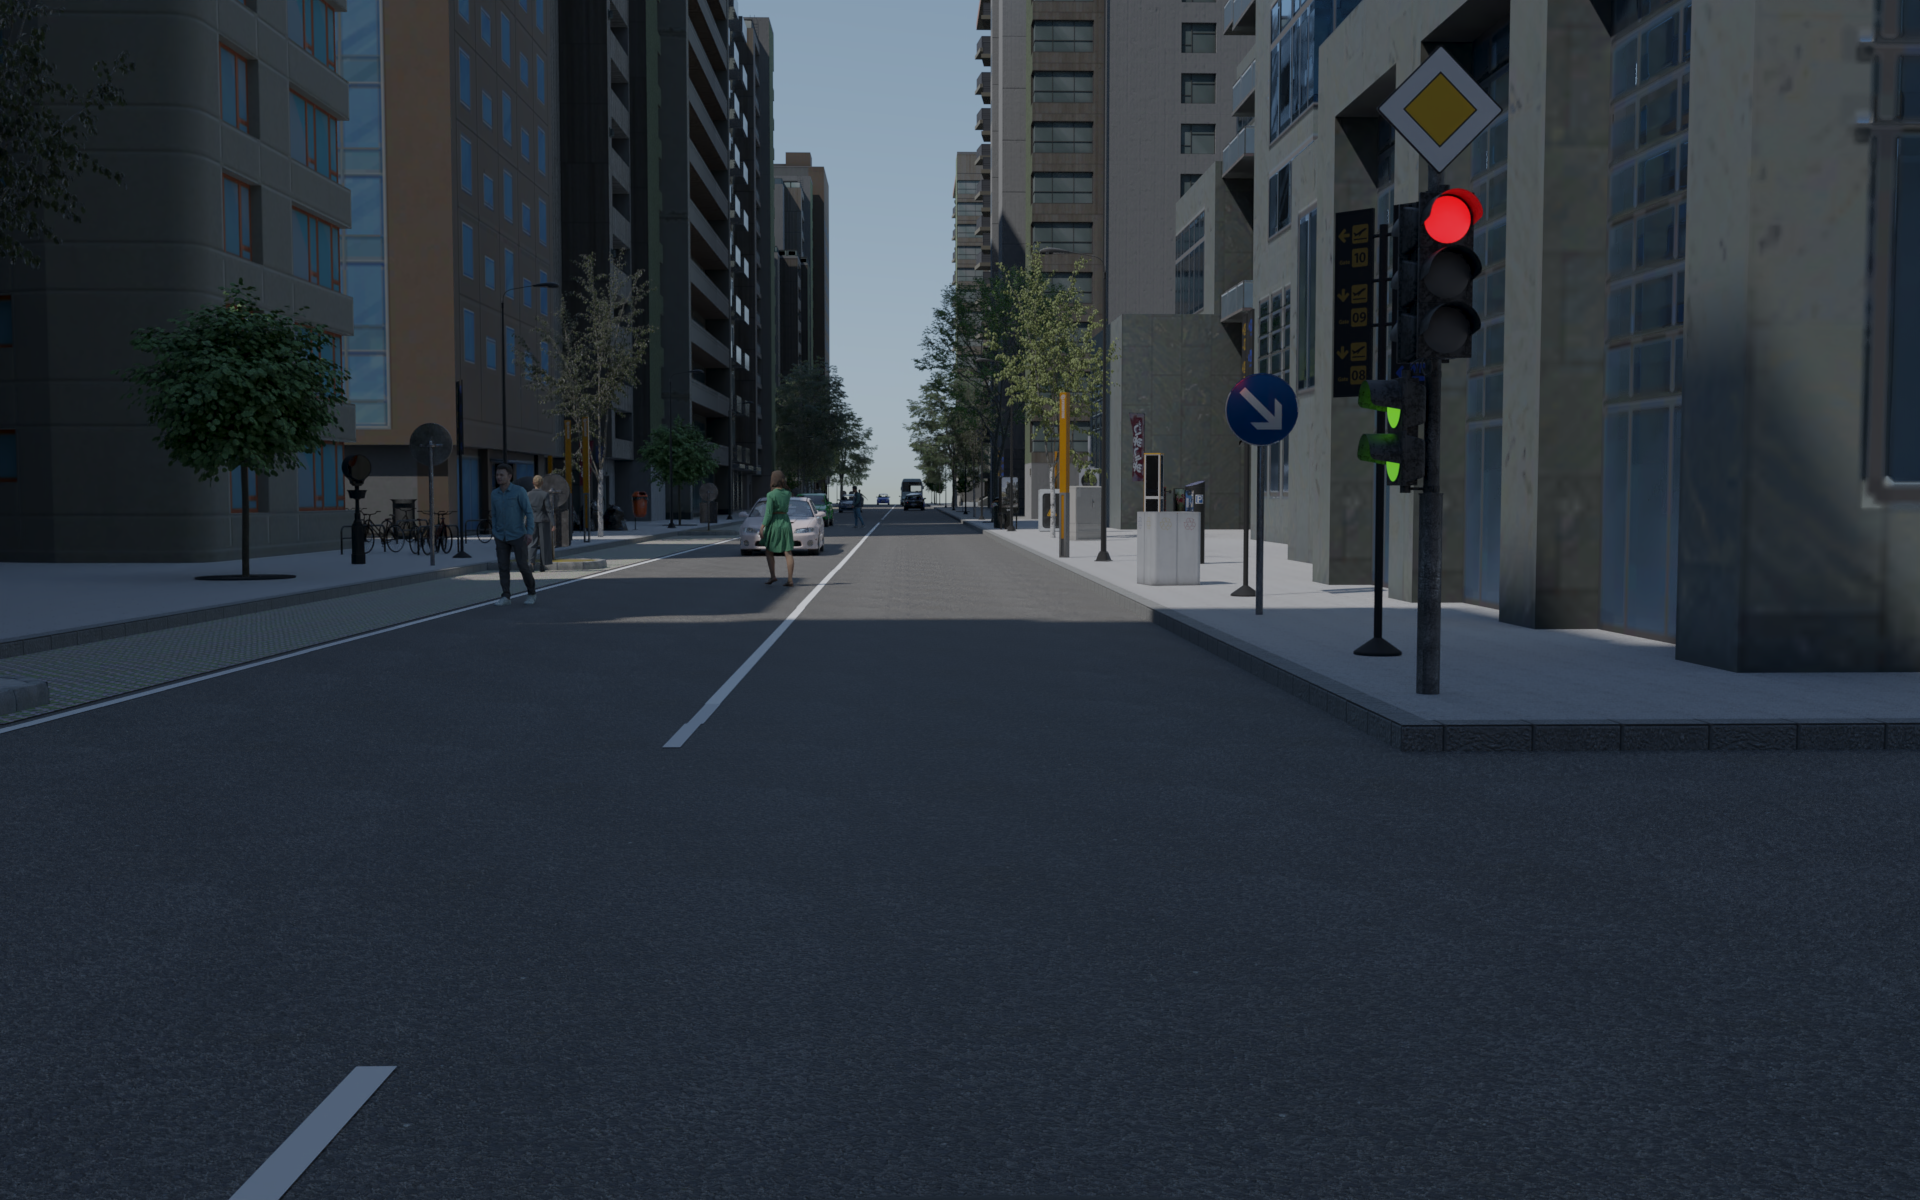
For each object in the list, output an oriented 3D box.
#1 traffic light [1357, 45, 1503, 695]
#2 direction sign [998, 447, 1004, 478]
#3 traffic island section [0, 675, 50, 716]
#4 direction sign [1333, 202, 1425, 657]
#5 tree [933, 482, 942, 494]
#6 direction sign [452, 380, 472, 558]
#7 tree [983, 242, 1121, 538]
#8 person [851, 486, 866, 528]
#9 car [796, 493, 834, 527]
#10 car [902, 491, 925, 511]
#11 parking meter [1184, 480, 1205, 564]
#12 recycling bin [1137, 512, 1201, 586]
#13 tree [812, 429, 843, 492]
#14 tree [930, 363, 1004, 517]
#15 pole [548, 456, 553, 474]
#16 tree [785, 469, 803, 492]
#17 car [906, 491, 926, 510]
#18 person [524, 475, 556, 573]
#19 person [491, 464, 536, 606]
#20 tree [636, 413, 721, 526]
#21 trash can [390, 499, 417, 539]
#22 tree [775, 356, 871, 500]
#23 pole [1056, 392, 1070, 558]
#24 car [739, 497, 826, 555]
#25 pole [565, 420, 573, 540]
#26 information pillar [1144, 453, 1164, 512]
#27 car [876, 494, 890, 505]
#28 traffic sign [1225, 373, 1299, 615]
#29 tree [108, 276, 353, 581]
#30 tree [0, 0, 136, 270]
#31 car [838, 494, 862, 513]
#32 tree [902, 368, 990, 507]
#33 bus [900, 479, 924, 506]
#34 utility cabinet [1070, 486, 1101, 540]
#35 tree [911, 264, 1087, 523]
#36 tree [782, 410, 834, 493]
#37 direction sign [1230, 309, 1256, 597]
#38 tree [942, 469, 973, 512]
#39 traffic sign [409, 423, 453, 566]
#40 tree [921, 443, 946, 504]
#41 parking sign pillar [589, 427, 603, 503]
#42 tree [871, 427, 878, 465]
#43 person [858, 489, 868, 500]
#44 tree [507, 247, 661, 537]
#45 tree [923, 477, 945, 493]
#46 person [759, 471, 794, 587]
[{"bbox_3d":[2.991,-1.352,11.028,0.839,4.253,0.868,0,4,-2],"label":"traffic light"},{"bbox_3d":[1.956,-5.617,83.829,0.379,3.537,0.876,-1,4,-21],"label":"direction sign"},{"bbox_3d":[-7.155,0.700,10.829,2.009,0.180,2.903,0,4,-2],"label":"traffic island section"},{"bbox_3d":[3.337,-1.329,13.734,0.379,3.537,0.876,-3,5,-45],"label":"direction sign"},{"bbox_3d":[-2.489,-12.777,203.503,1.663,3.219,1.824,0,3,0],"label":"tree"},{"bbox_3d":[-10.013,-2.614,34.728,0.379,3.537,0.876,-1,4,-23],"label":"direction sign"},{"bbox_3d":[2.715,-6.114,50.327,4.737,8.622,4.395,0,3,0],"label":"tree"},{"bbox_3d":[-4.307,-3.880,72.284,0.721,1.781,0.623,-2,4,-29],"label":"person"},{"bbox_3d":[-6.609,-4.168,76.939,1.959,1.807,4.718,0,4,0],"label":"car"},{"bbox_3d":[-4.021,-8.552,149.606,2.009,1.686,4.222,0,4,-2],"label":"car"},{"bbox_3d":[4.311,-1.431,31.816,0.372,1.533,0.369,0,3,0],"label":"parking meter"},{"bbox_3d":[2.954,-0.734,24.550,0.722,1.027,0.722,-1,4,-13],"label":"recycling bin"},{"bbox_3d":[-14.802,-14.417,186.073,4.737,8.622,4.395,0,3,0],"label":"tree"},{"bbox_3d":[0.587,-8.918,96.171,4.360,8.622,3.978,0,3,0],"label":"tree"},{"bbox_3d":[-15.488,-4.382,65.497,0.158,3.312,0.155,0,3,0],"label":"pole"},{"bbox_3d":[-13.266,-8.545,134.315,1.663,3.219,1.824,0,3,0],"label":"tree"},{"bbox_3d":[-3.963,-8.843,154.171,1.945,1.707,3.694,0,4,-2],"label":"car"},{"bbox_3d":[-7.647,-1.381,31.496,0.576,1.772,0.534,-1,4,-12],"label":"person"},{"bbox_3d":[-5.759,-0.849,22.407,0.660,1.820,0.620,1,4,15],"label":"person"},{"bbox_3d":[-11.493,-5.316,70.624,4.285,4.588,4.351,0,3,0],"label":"tree"},{"bbox_3d":[-15.772,-2.292,49.126,0.748,1.137,0.748,0,3,0],"label":"trash can"},{"bbox_3d":[-14.619,-15.540,160.740,9.857,13.997,8.962,0,3,0],"label":"tree"},{"bbox_3d":[2.105,-2.509,34.860,0.158,3.312,0.155,0,3,0],"label":"pole"},{"bbox_3d":[-4.272,-1.814,42.018,2.083,1.381,4.827,0,4,-2],"label":"car"},{"bbox_3d":[-10.806,-3.300,47.800,0.158,3.312,0.155,0,3,0],"label":"pole"},{"bbox_3d":[3.494,-1.636,31.248,0.304,2.012,0.304,1,4,19],"label":"information pillar"},{"bbox_3d":[-10.260,-13.578,231.592,1.945,1.707,3.694,0,4,-1],"label":"car"},{"bbox_3d":[3.182,-1.115,18.339,0.768,2.556,0.104,0,4,4],"label":"traffic sign"},{"bbox_3d":[-10.934,-2.596,26.165,4.285,4.588,4.351,0,3,0],"label":"tree"},{"bbox_3d":[-10.161,-4.088,17.199,4.360,8.622,3.978,0,3,0],"label":"tree"},{"bbox_3d":[-8.466,-7.456,133.904,2.014,1.417,4.499,0,4,-2],"label":"car"},{"bbox_3d":[-0.660,-16.208,171.648,9.857,13.997,8.962,0,3,0],"label":"tree"},{"bbox_3d":[-5.828,-13.218,210.971,2.948,3.499,13.247,0,4,-1],"label":"bus"},{"bbox_3d":[3.499,-2.383,47.637,1.173,1.500,0.318,-3,5,-43],"label":"utility cabinet"},{"bbox_3d":[1.760,-9.267,77.266,9.928,11.665,9.643,0,3,0],"label":"tree"},{"bbox_3d":[-13.359,-12.333,152.011,4.360,8.622,3.978,0,3,0],"label":"tree"},{"bbox_3d":[3.589,-1.815,21.666,0.379,3.537,0.876,0,4,1],"label":"direction sign"},{"bbox_3d":[0.106,-7.927,124.204,1.663,3.219,1.824,0,3,0],"label":"tree"},{"bbox_3d":[-9.460,-1.889,30.989,0.768,2.556,0.104,0,4,-2],"label":"traffic sign"},{"bbox_3d":[-3.342,-16.970,227.822,4.737,8.622,4.395,0,3,0],"label":"tree"},{"bbox_3d":[-14.859,-5.007,70.330,1.447,3.967,1.447,-2,4,-24],"label":"parking sign pillar"},{"bbox_3d":[-16.674,-20.719,245.406,9.857,13.997,8.962,0,3,0],"label":"tree"},{"bbox_3d":[-8.228,-8.160,141.914,1.348,1.824,0.705,-1,4,-14],"label":"person"},{"bbox_3d":[-10.902,-6.180,51.406,4.360,8.622,3.978,0,3,0],"label":"tree"},{"bbox_3d":[-3.595,-15.549,237.936,4.285,4.588,4.351,0,3,0],"label":"tree"},{"bbox_3d":[-2.812,-1.109,26.880,0.529,1.795,0.600,3,4,38],"label":"person"}]
